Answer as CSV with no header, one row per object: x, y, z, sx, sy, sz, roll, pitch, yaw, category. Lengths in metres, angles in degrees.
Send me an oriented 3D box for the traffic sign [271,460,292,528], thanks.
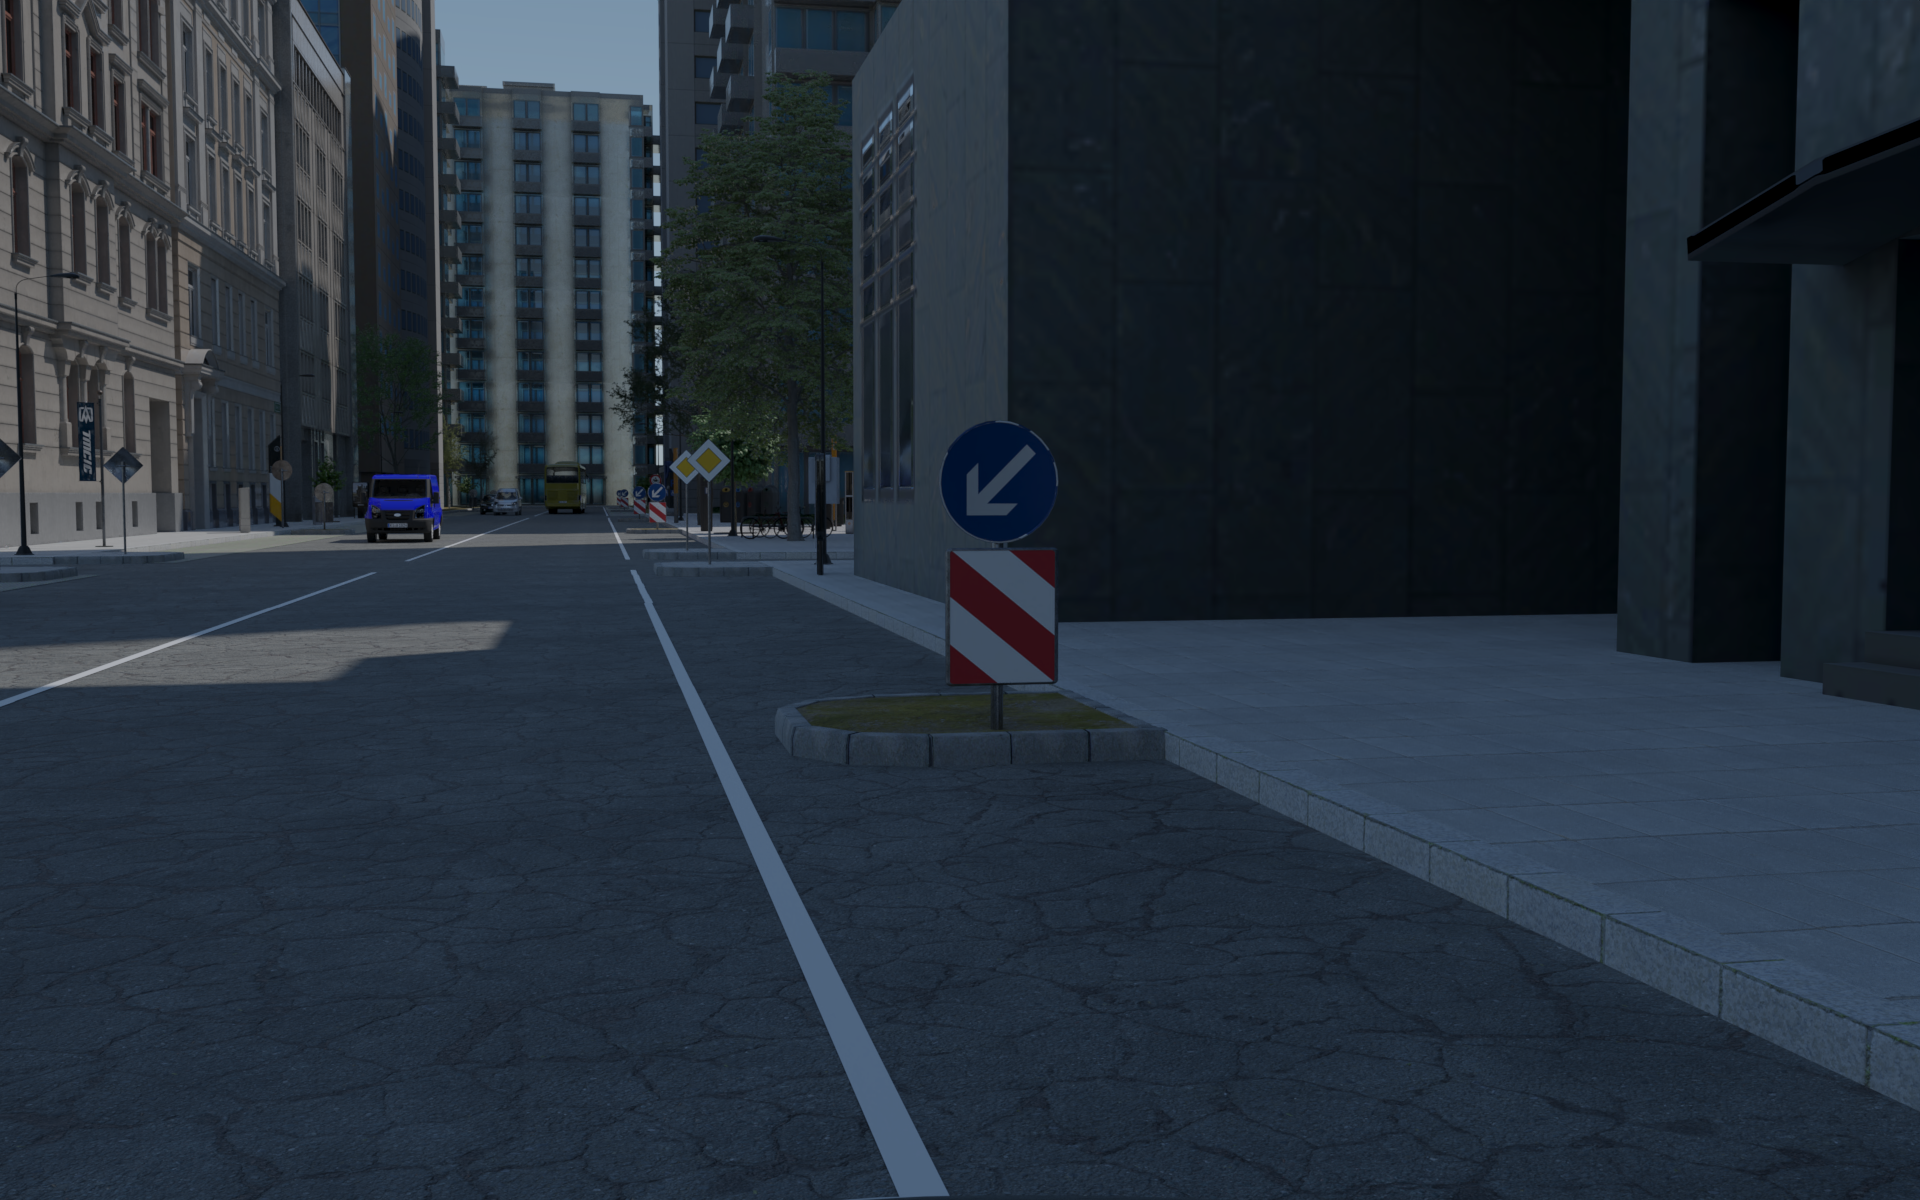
-25.403,-3.963,64.904,0.768,2.556,0.104,0,4,-4,traffic sign

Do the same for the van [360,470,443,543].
-17.001,-2.974,53.015,2.240,2.365,5.245,-1,4,-13,van

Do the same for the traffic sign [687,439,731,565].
-4.555,-1.700,31.440,0.795,2.450,0.064,-1,4,-12,traffic sign

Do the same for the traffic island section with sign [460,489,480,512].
-38.457,-7.854,137.047,1.989,1.847,2.006,-1,4,-12,traffic island section with sign

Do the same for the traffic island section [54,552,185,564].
-17.811,-0.895,36.914,2.009,0.180,2.903,-1,4,-12,traffic island section

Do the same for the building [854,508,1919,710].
12.416,-42.768,11.930,22.319,86.520,31.000,-1,4,-12,building

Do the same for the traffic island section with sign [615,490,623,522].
-16.745,-4.965,89.801,1.989,1.847,2.006,-1,4,-12,traffic island section with sign

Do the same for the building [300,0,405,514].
-45.112,-28.407,114.566,14.600,45.320,14.200,-1,4,-12,building

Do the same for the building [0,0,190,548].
-30.330,-15.826,46.147,14.401,28.519,23.554,-1,4,-12,building

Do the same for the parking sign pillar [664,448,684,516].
-16.923,-6.903,101.339,1.447,3.967,1.447,-1,4,-22,parking sign pillar

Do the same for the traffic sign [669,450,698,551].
-6.192,-2.178,39.256,0.795,2.450,0.064,-1,4,-12,traffic sign

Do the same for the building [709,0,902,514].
-2.191,-29.146,96.141,23.786,49.044,30.456,-1,4,-12,building

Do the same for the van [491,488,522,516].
-30.441,-6.697,116.501,2.013,2.044,4.112,-1,4,-11,van

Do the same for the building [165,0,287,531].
-34.964,-17.232,67.650,13.634,28.700,20.117,-1,4,-12,building

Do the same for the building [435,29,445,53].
-64.226,-33.487,167.123,30.456,49.044,23.786,-1,4,-12,building

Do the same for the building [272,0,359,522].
-38.245,-16.484,87.531,12.078,24.808,19.932,-1,4,-12,building

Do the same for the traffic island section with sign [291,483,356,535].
-22.711,-3.255,61.852,1.989,1.847,2.006,-1,4,-12,traffic island section with sign

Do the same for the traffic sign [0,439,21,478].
-16.153,-1.553,29.041,0.795,2.450,0.064,-1,4,-12,traffic sign

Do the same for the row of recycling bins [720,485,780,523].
-9.373,-4.288,77.220,3.534,1.692,1.069,3,5,40,row of recycling bins

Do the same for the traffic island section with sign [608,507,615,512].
-27.035,-7.970,138.940,1.989,1.847,2.006,-1,4,-12,traffic island section with sign

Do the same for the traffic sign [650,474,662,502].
-19.636,-6.830,111.775,0.768,2.556,0.104,0,4,-8,traffic sign

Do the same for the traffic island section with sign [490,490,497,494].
-44.152,-9.516,164.212,1.989,1.847,2.006,-1,4,-12,traffic island section with sign

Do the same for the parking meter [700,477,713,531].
-8.705,-3.292,59.538,0.399,1.863,0.255,-2,4,-32,parking meter

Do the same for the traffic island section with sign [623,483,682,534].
-11.214,-3.351,63.417,1.989,1.847,2.006,-1,4,-12,traffic island section with sign

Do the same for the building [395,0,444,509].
-52.667,-36.226,134.288,21.231,58.520,28.212,-1,4,-12,building

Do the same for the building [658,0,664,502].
-25.255,-47.059,207.663,20.611,71.187,20.563,-1,4,-12,building

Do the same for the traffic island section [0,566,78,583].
-16.174,-0.417,29.098,2.009,0.180,2.903,-1,4,-12,traffic island section

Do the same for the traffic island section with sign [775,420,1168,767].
-0.045,-0.089,10.083,1.989,1.847,2.006,-1,4,-12,traffic island section with sign

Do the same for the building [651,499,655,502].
-15.430,-29.728,177.933,32.217,40.220,23.993,-1,4,-12,building

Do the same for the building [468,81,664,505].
-50.475,-35.755,204.205,30.456,49.044,23.786,-1,4,-12,building

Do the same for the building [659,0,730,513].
-11.872,-35.963,130.001,21.231,58.520,28.212,-1,4,-12,building

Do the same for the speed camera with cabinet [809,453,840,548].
-2.523,-2.847,40.880,2.038,3.252,0.660,0,4,3,speed camera with cabinet

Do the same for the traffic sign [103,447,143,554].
-17.790,-2.031,36.857,0.795,2.450,0.064,-1,4,-12,traffic sign
